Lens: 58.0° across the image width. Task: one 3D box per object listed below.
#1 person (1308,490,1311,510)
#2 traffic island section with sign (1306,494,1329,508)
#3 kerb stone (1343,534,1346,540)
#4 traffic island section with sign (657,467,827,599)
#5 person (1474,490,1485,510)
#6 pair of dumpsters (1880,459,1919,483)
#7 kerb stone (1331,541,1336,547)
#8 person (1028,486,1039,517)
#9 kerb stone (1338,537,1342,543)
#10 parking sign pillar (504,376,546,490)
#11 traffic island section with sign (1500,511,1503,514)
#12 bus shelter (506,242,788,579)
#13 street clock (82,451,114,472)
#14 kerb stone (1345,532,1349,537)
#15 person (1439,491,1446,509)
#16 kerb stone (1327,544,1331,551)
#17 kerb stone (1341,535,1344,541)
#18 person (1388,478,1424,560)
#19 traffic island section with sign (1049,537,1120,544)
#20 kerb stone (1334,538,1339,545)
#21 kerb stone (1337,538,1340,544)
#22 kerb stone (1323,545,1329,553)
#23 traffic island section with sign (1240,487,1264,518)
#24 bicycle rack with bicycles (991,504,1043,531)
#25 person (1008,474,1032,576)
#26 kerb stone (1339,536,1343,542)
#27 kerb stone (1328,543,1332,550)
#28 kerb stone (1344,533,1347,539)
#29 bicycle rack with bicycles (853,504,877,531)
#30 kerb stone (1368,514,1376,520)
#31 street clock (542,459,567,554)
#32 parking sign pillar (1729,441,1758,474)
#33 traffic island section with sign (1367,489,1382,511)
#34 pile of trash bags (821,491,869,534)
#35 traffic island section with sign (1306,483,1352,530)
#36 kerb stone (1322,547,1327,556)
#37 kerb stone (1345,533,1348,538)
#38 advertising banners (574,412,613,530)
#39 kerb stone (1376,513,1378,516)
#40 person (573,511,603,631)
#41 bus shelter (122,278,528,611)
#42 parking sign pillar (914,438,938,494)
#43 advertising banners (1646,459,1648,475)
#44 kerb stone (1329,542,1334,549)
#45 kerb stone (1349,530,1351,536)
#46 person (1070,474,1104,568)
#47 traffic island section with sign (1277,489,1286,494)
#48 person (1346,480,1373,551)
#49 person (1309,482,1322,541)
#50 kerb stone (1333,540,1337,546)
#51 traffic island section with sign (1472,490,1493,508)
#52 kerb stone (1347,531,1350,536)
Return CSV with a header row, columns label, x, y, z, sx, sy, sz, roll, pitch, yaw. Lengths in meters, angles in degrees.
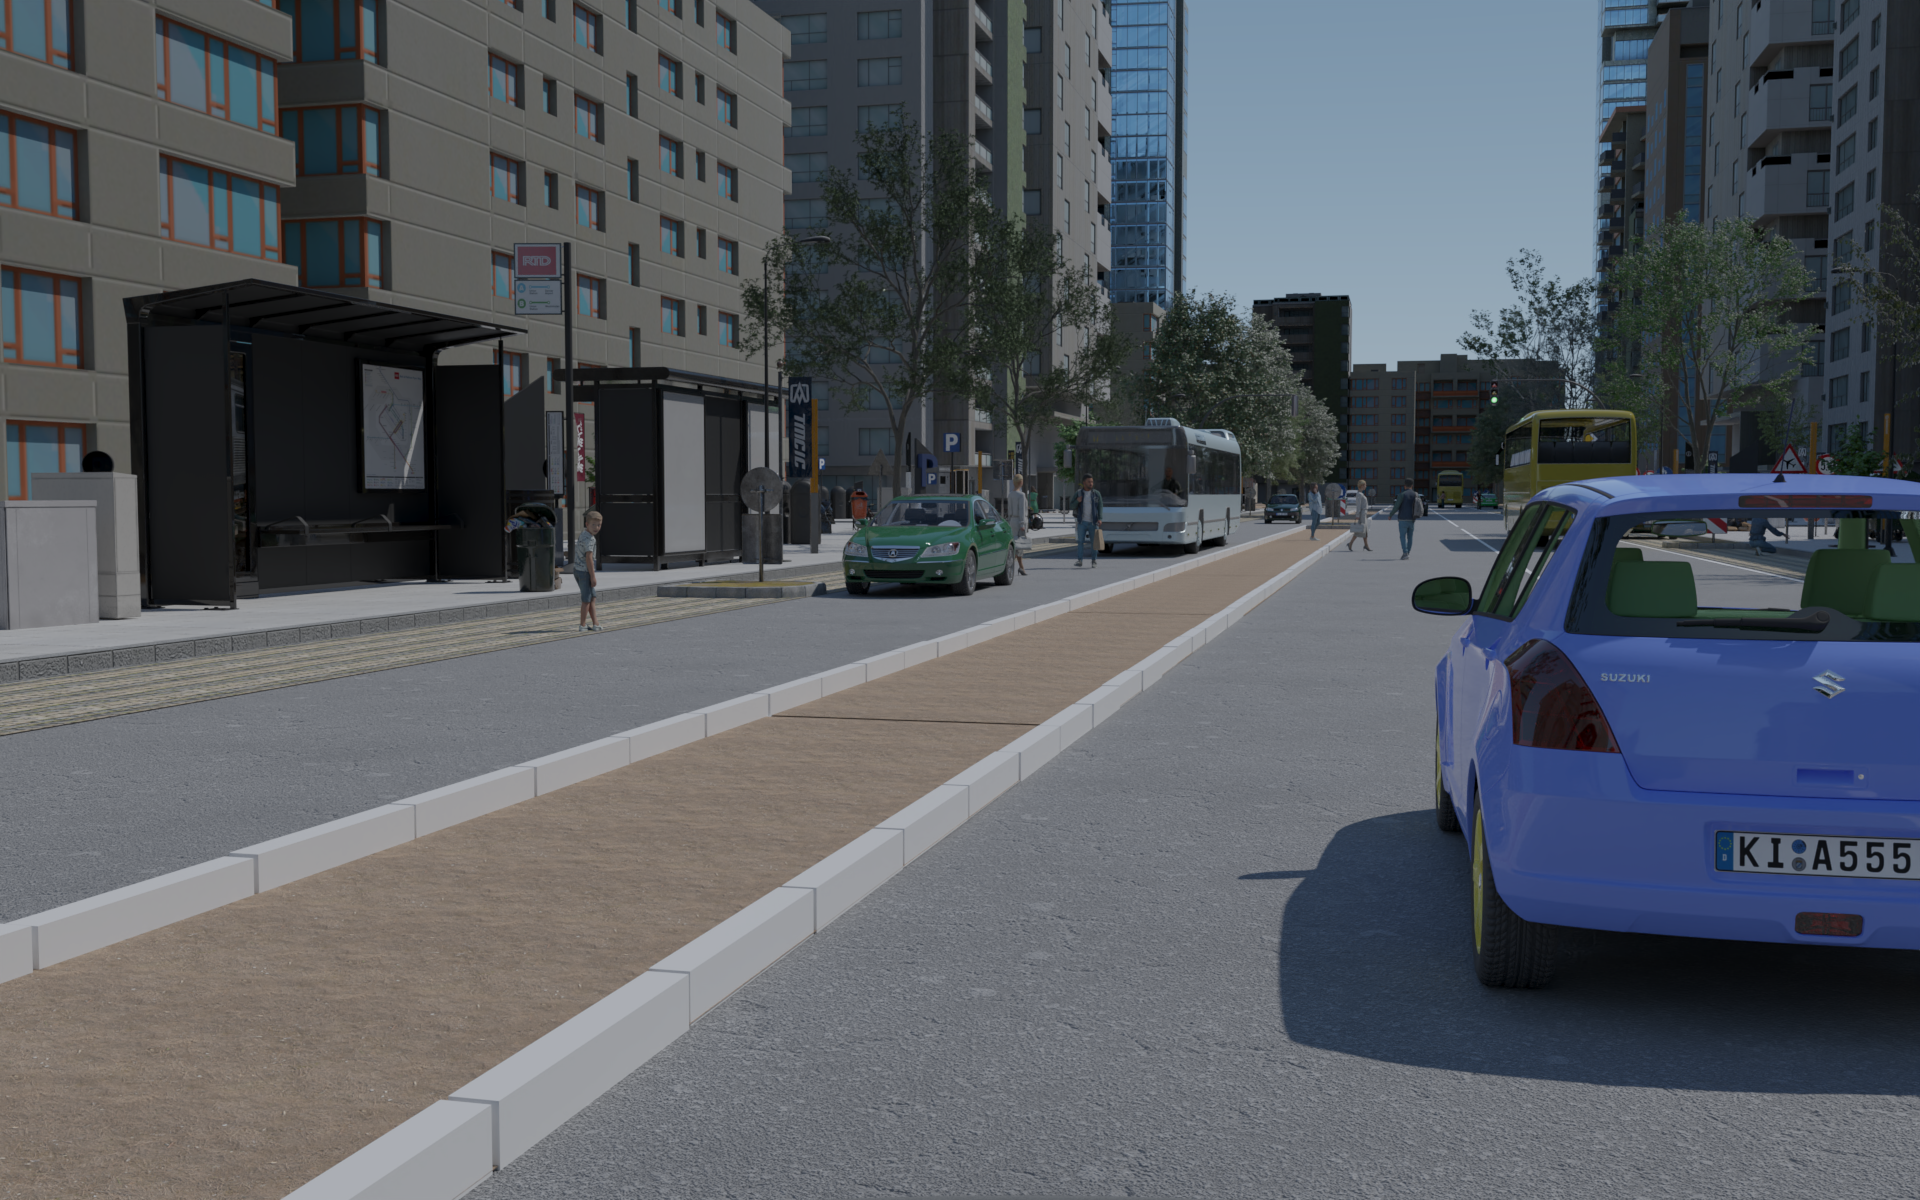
label,x,y,z,sx,sy,sz,roll,pitch,yaw
person,30.859,-8.781,152.095,0.660,1.820,0.620,2,4,32
traffic island section with sign,36.803,-10.411,178.843,1.989,1.847,2.006,1,4,14
kerb stone,11.389,-1.811,51.811,0.120,0.150,1.000,1,4,14
traffic island section with sign,-2.987,-0.976,24.586,1.989,1.847,2.006,1,4,14
person,46.955,-9.018,156.458,1.217,1.766,0.721,-1,4,-15
pair of dumpsters,25.143,-2.749,47.432,1.574,2.255,4.437,1,4,14
kerb stone,9.592,-1.384,44.872,0.120,0.150,1.000,1,4,14
person,3.260,-4.226,77.848,0.600,1.795,0.529,-1,4,-19
kerb stone,10.614,-1.628,48.844,0.120,0.150,1.000,1,4,14
parking sign pillar,-10.082,-3.105,39.234,1.447,3.967,1.447,-3,4,-38
traffic island section with sign,40.423,-7.184,126.092,1.989,1.847,2.006,1,4,14
bus shelter,-5.407,-3.211,30.137,2.179,5.291,8.768,1,4,15
street clock,-14.382,-1.491,28.949,0.471,2.002,0.358,-1,4,-21
kerb stone,12.158,-1.991,54.803,0.120,0.150,1.000,1,4,14
person,46.817,-9.720,168.126,0.721,1.736,1.217,3,5,44
kerb stone,8.832,-1.197,41.890,0.120,0.150,1.000,1,4,14
kerb stone,11.127,-1.749,50.823,0.120,0.150,1.000,1,4,14
person,9.787,-1.776,37.891,0.623,1.781,0.721,-2,4,-25
traffic island section with sign,3.763,-2.572,50.686,1.989,1.847,2.006,1,4,14
kerb stone,10.100,-1.509,46.860,0.120,0.150,1.000,1,4,14
kerb stone,10.353,-1.567,47.856,0.120,0.150,1.000,1,4,14
kerb stone,8.568,-1.144,40.900,0.120,0.150,1.000,1,4,14
traffic island section with sign,17.431,-5.817,103.730,1.989,1.847,2.006,1,4,14
bicycle rack with bicycles,1.453,-2.878,60.440,2.925,0.926,2.852,0,4,1
person,0.960,-1.307,30.222,0.624,1.780,0.694,-1,4,-22
kerb stone,10.862,-1.688,49.836,0.120,0.150,1.000,1,4,14
kerb stone,9.075,-1.266,42.892,0.120,0.150,1.000,1,4,14
kerb stone,11.635,-1.872,52.803,0.120,0.150,1.000,1,4,14
bicycle rack with bicycles,-2.758,-2.946,61.551,2.852,0.926,2.925,3,5,39
kerb stone,23.565,-4.697,99.034,0.120,0.150,1.000,1,4,14
street clock,-7.711,-1.746,33.117,0.471,2.002,0.358,1,4,18
parking sign pillar,39.280,-6.018,86.861,1.447,3.967,1.447,2,4,25
traffic island section with sign,35.853,-8.727,150.824,2.006,1.907,1.989,1,4,14
pile of trash bags,-4.678,-2.862,56.547,3.447,1.369,1.912,-1,4,-14
traffic island section with sign,15.234,-3.838,70.885,2.006,1.907,1.989,1,4,14
kerb stone,8.317,-1.083,39.901,0.120,0.150,1.000,1,4,14
kerb stone,11.889,-1.931,53.803,0.120,0.150,1.000,1,4,14
advertising banners,-8.024,-2.560,38.040,0.090,3.025,2.074,1,4,12
kerb stone,25.100,-5.064,104.995,0.120,0.150,1.000,1,4,14
person,-3.866,-0.298,18.052,0.352,1.250,0.332,1,4,17
bus shelter,-7.772,-1.885,22.108,1.731,3.624,6.357,1,4,14
parking sign pillar,-1.603,-5.838,83.929,1.447,3.967,1.447,3,5,44
advertising banners,34.311,-5.515,86.361,0.090,3.025,2.074,2,4,28
kerb stone,9.332,-1.321,43.883,0.120,0.150,1.000,1,4,14
kerb stone,12.666,-2.116,56.791,0.120,0.150,1.000,1,4,14
person,2.503,-1.522,33.367,0.794,1.824,0.713,1,4,22
traffic island section with sign,24.172,-7.413,129.832,1.989,1.847,2.006,1,4,14
person,10.017,-2.113,43.393,0.624,1.780,0.694,2,4,28
person,10.865,-2.710,53.071,0.793,1.790,0.793,0,4,0
kerb stone,9.845,-1.447,45.871,0.120,0.150,1.000,1,4,14
traffic island section with sign,52.971,-10.161,174.753,1.989,1.847,2.006,1,4,14
kerb stone,12.411,-2.055,55.793,0.120,0.150,1.000,1,4,14
